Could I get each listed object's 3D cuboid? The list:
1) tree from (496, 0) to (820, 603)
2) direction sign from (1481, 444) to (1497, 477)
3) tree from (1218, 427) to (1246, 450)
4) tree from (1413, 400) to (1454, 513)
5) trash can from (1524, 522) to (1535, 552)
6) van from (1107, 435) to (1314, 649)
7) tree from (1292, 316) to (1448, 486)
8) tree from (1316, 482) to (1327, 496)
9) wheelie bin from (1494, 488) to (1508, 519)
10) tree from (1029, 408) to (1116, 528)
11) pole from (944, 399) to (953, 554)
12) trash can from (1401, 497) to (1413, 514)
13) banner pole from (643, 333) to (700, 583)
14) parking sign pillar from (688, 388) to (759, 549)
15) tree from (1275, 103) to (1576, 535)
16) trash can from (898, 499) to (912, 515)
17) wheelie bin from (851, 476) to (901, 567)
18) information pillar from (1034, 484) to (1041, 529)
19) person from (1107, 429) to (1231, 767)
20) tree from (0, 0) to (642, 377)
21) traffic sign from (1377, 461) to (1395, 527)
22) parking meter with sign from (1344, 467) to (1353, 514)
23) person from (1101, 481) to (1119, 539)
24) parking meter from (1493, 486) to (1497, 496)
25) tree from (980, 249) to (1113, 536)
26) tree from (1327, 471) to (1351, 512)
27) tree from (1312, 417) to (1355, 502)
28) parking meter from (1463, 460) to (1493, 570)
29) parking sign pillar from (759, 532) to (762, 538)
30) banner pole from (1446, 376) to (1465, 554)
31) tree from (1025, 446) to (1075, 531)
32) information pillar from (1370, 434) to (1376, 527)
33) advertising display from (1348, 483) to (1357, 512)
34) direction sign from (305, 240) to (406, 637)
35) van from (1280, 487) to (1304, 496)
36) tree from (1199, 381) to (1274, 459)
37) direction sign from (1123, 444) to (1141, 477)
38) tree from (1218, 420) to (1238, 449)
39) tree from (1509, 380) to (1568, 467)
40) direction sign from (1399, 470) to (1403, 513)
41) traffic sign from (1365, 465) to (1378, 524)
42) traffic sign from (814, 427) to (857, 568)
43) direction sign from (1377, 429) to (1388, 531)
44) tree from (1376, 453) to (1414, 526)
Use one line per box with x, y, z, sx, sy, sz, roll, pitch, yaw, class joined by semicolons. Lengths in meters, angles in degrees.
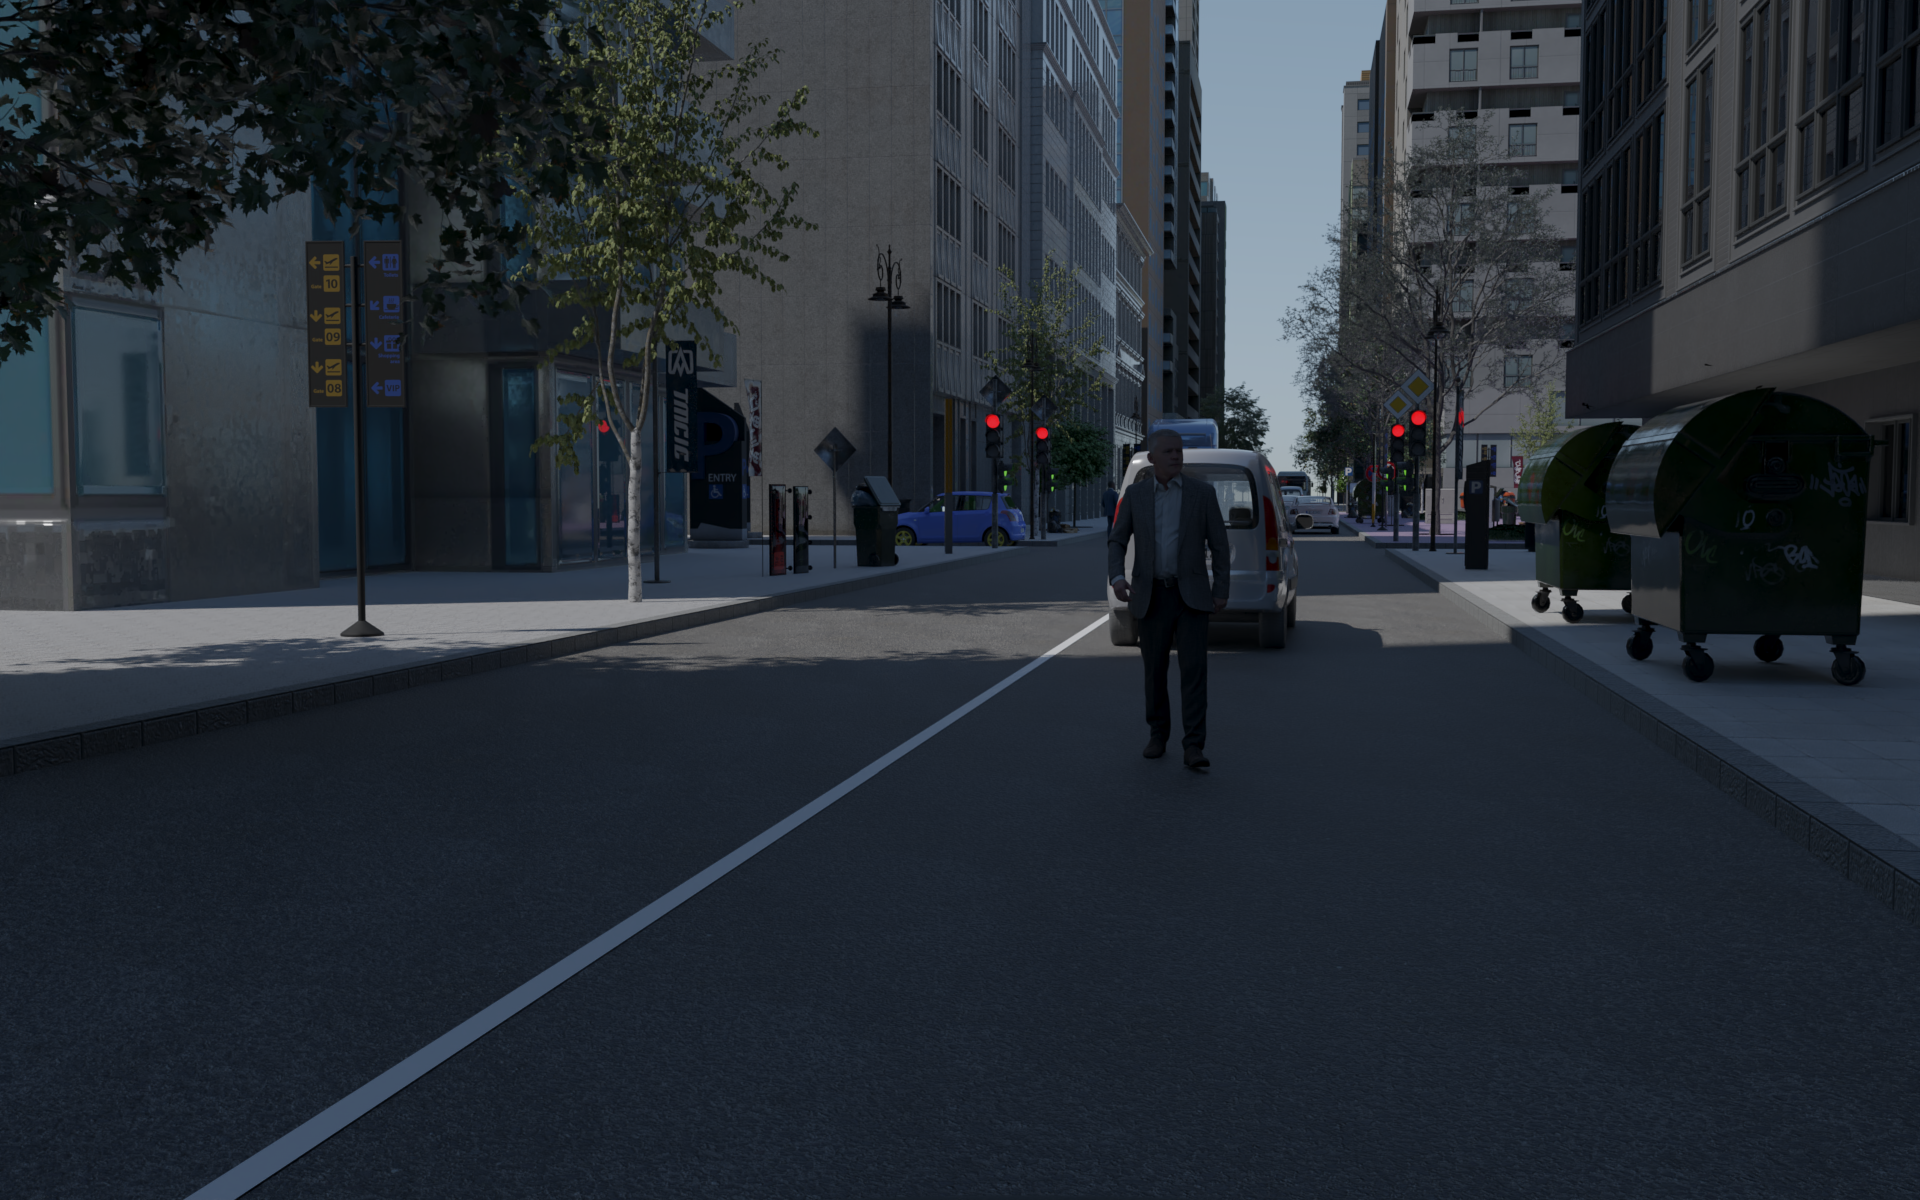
-3.799;-4.291;20.527;4.737;8.622;4.395;0;3;0;tree
24.155;-5.333;79.185;0.876;3.537;0.379;-2;4;-24;direction sign
28.478;-14.375;185.399;4.737;8.622;4.395;0;3;0;tree
30.369;-10.041;114.534;4.360;8.622;3.978;0;3;0;tree
12.872;-1.641;38.491;0.748;1.137;0.748;0;3;0;trash can
2.542;-0.645;17.561;2.013;2.044;4.112;1;4;13;van
25.337;-11.621;107.009;9.611;12.733;9.660;0;3;0;tree
47.059;-14.032;224.024;1.663;3.219;1.824;0;3;0;tree
28.143;-5.022;90.018;0.693;1.594;0.980;0;4;1;wheelie bin
4.306;-5.054;66.341;4.285;4.588;4.351;0;3;0;tree
-0.247;-2.649;37.150;0.158;3.312;0.155;0;3;0;pole
25.219;-5.268;97.791;0.748;1.137;0.748;0;3;0;trash can
-4.152;-2.133;24.896;0.863;3.779;0.401;1;4;8;banner pole
-5.758;-3.225;41.198;1.447;3.967;1.447;1;4;9;parking sign pillar
15.026;-8.778;53.884;12.009;13.543;11.850;0;3;0;tree
-1.712;-2.272;48.798;0.748;1.137;0.748;0;3;0;trash can
-1.524;-1.397;30.752;0.693;1.594;0.980;2;4;33;wheelie bin
2.722;-3.525;62.119;0.304;2.012;0.304;-1;4;-13;information pillar
1.120;-0.018;9.193;0.661;1.777;0.834;0;4;0;person
-6.551;-5.642;9.259;9.611;12.733;9.660;0;3;0;tree
16.378;-4.061;66.510;0.768;2.556;0.104;1;4;12;traffic sign
25.760;-7.212;114.184;0.543;3.016;1.738;2;4;24;parking meter with sign
4.279;-2.432;48.444;0.721;1.800;0.419;3;5;41;person
34.449;-6.492;111.861;0.399;1.863;0.255;3;4;36;parking meter
2.459;-6.283;53.085;4.737;8.622;4.395;0;3;0;tree
27.882;-7.991;125.250;1.663;3.219;1.824;0;3;0;tree
33.562;-12.546;155.495;4.360;8.622;3.978;0;3;0;tree
8.791;-1.454;29.491;0.399;1.863;0.255;2;4;28;parking meter
-6.478;-3.795;50.515;1.447;3.967;1.447;-1;4;-21;parking sign pillar
10.580;-2.857;36.725;0.401;3.779;0.863;0;4;5;banner pole
3.095;-4.044;60.717;1.663;3.219;1.824;0;3;0;tree
16.129;-4.656;67.472;0.183;3.616;0.504;1;4;18;information pillar
22.117;-5.599;96.752;0.974;1.923;0.123;-1;4;-23;advertising display
-5.415;-1.443;15.583;0.876;3.537;0.379;0;4;3;direction sign
18.890;-5.619;98.886;2.013;2.044;4.112;1;4;12;van
30.356;-17.630;194.897;9.857;13.997;8.962;0;3;0;tree
7.713;-5.248;77.808;0.876;3.537;0.379;2;4;29;direction sign
25.668;-13.536;171.682;4.360;8.622;3.978;0;3;0;tree
37.166;-9.806;110.694;4.737;8.622;4.395;0;3;0;tree
30.139;-7.784;119.269;0.876;3.537;0.379;-1;4;-13;direction sign
17.872;-4.563;74.705;0.768;2.556;0.104;1;4;19;traffic sign
-2.155;-1.751;29.819;0.795;2.450;0.064;1;4;18;traffic sign
14.880;-4.216;60.926;0.379;3.537;0.876;2;4;30;direction sign
17.517;-4.594;69.706;1.663;3.219;1.824;0;3;0;tree
